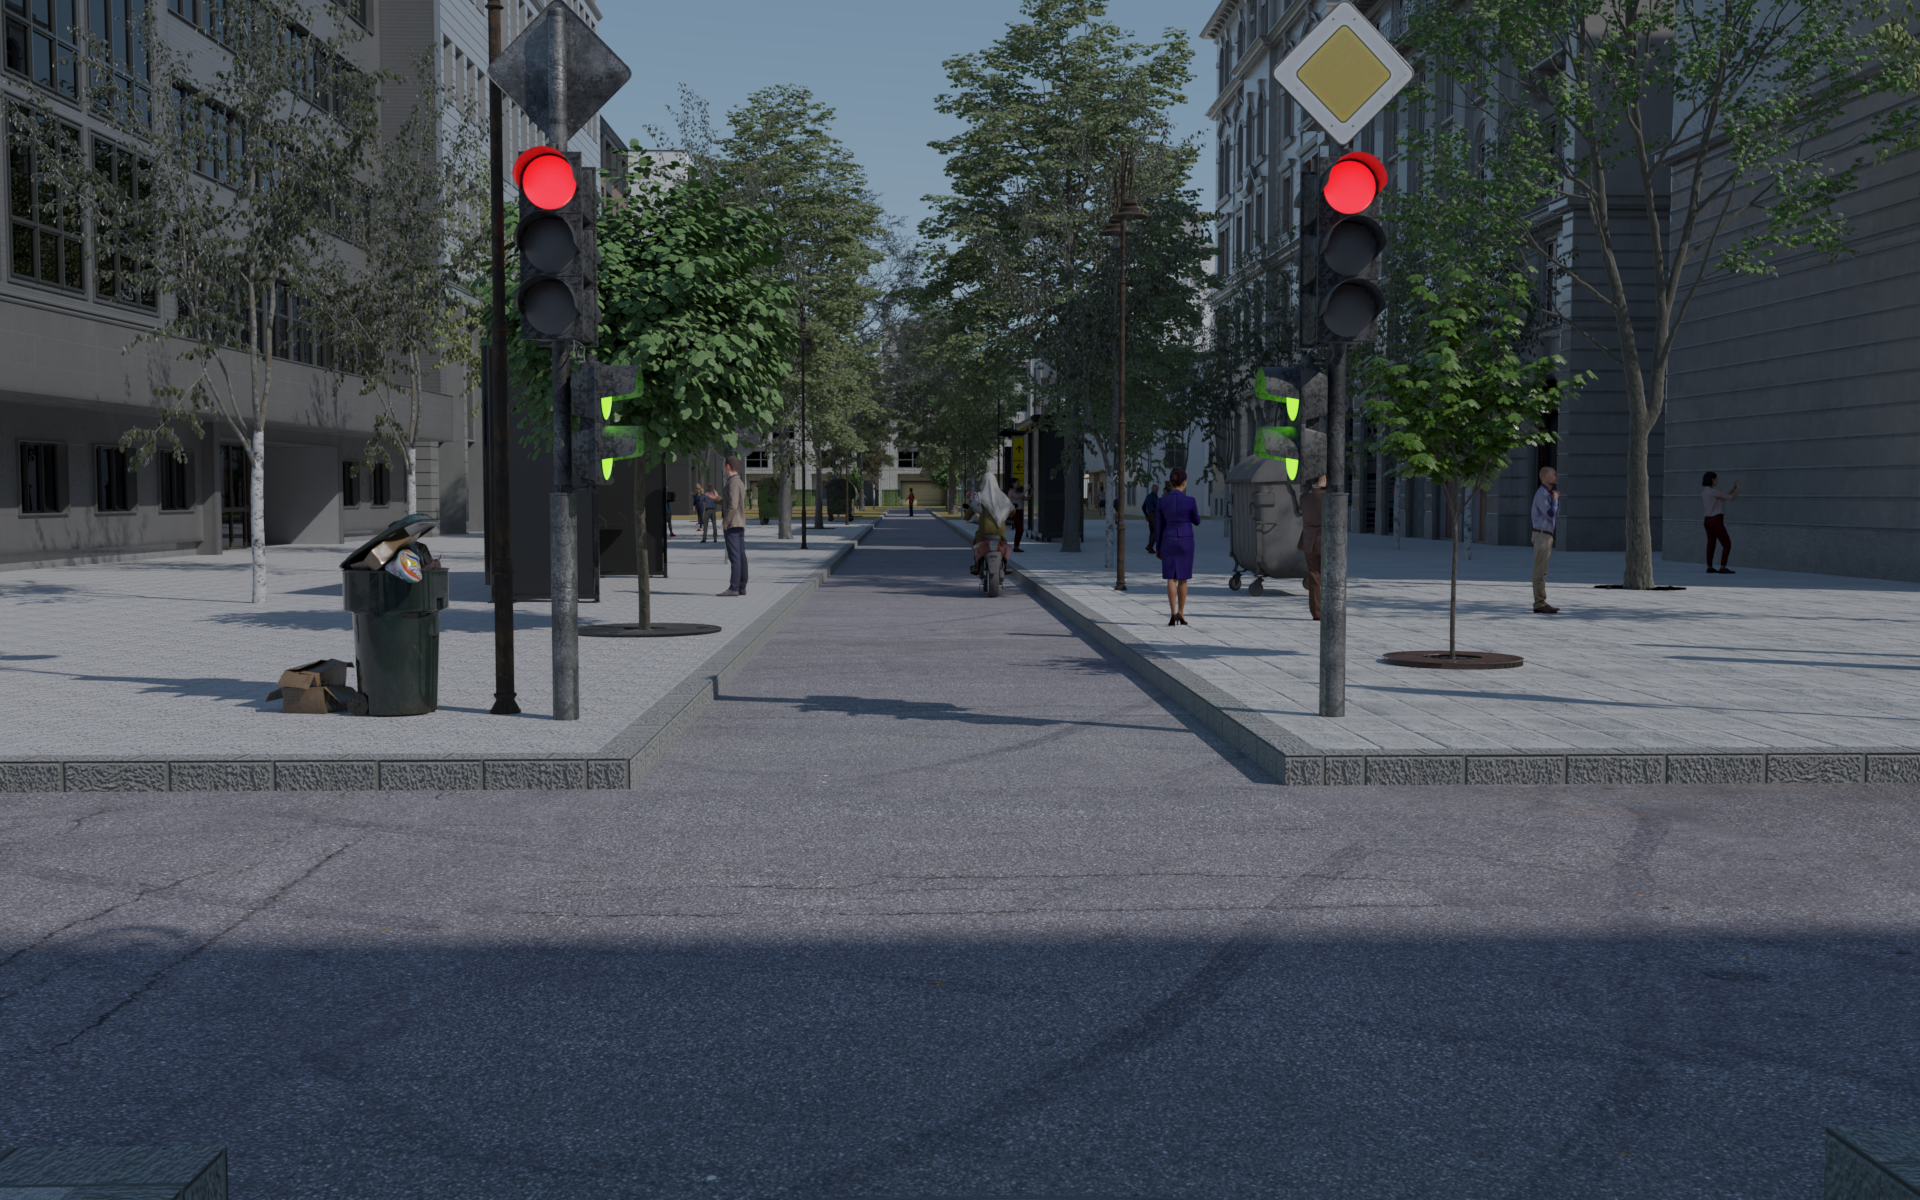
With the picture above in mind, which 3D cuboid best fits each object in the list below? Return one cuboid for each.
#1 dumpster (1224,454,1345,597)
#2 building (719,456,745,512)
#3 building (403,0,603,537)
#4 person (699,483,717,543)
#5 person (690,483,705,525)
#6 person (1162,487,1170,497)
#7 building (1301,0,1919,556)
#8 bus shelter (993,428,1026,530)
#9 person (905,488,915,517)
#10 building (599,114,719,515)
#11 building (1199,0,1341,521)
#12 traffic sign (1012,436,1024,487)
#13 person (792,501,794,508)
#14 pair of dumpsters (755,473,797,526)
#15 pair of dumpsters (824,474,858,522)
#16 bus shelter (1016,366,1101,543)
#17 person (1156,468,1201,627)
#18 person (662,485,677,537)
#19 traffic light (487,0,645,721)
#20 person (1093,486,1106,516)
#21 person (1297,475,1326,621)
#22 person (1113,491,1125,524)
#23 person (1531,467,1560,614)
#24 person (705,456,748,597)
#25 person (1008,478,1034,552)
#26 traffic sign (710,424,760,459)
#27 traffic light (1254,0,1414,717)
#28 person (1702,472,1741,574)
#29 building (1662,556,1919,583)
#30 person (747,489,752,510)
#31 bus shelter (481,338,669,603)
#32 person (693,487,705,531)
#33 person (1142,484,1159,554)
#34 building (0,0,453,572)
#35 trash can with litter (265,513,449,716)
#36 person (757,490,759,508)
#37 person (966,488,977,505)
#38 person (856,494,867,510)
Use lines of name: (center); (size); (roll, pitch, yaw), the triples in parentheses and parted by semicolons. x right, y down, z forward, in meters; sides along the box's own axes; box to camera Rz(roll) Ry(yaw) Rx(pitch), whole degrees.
dumpster: (4.182, -1.009, 22.257); (1.264, 1.857, 1.865); (0, 4, -2)
building: (-34.127, -17.818, 135.291); (32.646, 21.610, 27.936); (0, 4, -2)
building: (-21.447, -17.574, 64.835); (11.434, 29.767, 29.804); (0, 4, -2)
person: (-6.646, -2.307, 45.826); (0.516, 1.574, 0.319); (-2, 4, -25)
person: (-11.031, -4.043, 72.834); (0.600, 1.739, 0.565); (-3, 4, -37)
person: (6.951, -3.024, 57.950); (0.523, 1.526, 0.387); (1, 4, 20)
building: (19.019, -12.712, 49.645); (13.314, 21.916, 24.055); (0, 4, -2)
bus shelter: (2.247, -4.482, 64.570); (1.731, 3.624, 6.357); (0, 4, -2)
person: (-3.154, -6.240, 110.468); (0.705, 1.831, 1.348); (1, 4, 22)
building: (-30.064, -15.692, 100.546); (27.936, 21.610, 32.646); (0, 4, -2)
building: (18.828, -17.481, 73.209); (14.401, 28.519, 23.554); (0, 4, -2)
traffic sign: (2.936, -4.085, 60.664); (2.265, 3.308, 0.079); (0, 3, 0)
person: (-14.987, -9.022, 154.494); (0.756, 1.711, 0.436); (3, 5, 40)
pair of dumpsters: (-7.722, -4.287, 72.585); (1.574, 2.255, 4.436); (0, 4, -2)
pair of dumpsters: (-5.652, -4.863, 82.000); (1.574, 2.255, 4.436); (0, 4, -2)
bus shelter: (2.790, -4.408, 49.705); (2.179, 5.291, 8.768); (0, 4, -2)
person: (2.126, -0.521, 16.929); (0.453, 1.535, 0.546); (0, 4, -2)
person: (-8.760, -2.694, 51.961); (0.647, 1.594, 0.662); (1, 4, 9)
traffic light: (-2.226, -1.254, 9.751); (0.839, 4.213, 0.868); (0, 4, -2)
person: (8.492, -5.882, 103.003); (1.217, 1.735, 0.721); (1, 4, 12)
person: (3.662, -0.568, 17.600); (0.482, 1.546, 0.388); (2, 4, 35)
person: (6.738, -3.920, 73.365); (0.421, 1.427, 0.697); (3, 5, 42)
person: (6.350, -0.650, 18.734); (0.319, 1.574, 0.516); (2, 4, 29)
person: (-3.003, -0.935, 21.866); (0.750, 1.759, 0.617); (1, 4, 21)
person: (1.343, -1.883, 38.285); (0.517, 1.644, 0.566); (-2, 4, -23)
traffic sign: (-3.356, -1.565, 25.697); (0.768, 2.556, 0.104); (0, 4, 1)
traffic light: (2.132, -1.263, 9.903); (0.839, 4.213, 0.868); (0, 4, -2)
person: (12.300, -1.254, 28.009); (0.566, 1.644, 0.517); (3, 4, 36)
building: (25.305, -11.350, 27.370); (24.055, 21.916, 13.314); (0, 4, -2)
person: (-17.376, -8.332, 142.988); (0.721, 1.735, 1.217); (-1, 4, -20)
bus shelter: (-4.875, -1.964, 23.395); (1.731, 3.624, 6.357); (0, 4, -2)
person: (-8.957, -3.137, 59.866); (0.480, 1.512, 0.613); (0, 4, 5)
person: (4.255, -1.754, 37.416); (0.600, 1.496, 0.574); (0, 4, -4)
building: (-21.326, -13.213, 35.104); (14.314, 24.678, 30.058); (0, 4, -2)
trash can with litter: (-3.536, 0.078, 10.108); (1.055, 1.170, 0.624); (1, 4, 8)
person: (-18.592, -9.335, 159.600); (0.436, 1.711, 0.756); (0, 4, 8)
person: (0.706, -5.889, 103.048); (1.217, 1.743, 0.721); (0, 4, -2)
person: (-8.401, -8.416, 143.732); (1.350, 1.814, 0.705); (1, 4, 23)
